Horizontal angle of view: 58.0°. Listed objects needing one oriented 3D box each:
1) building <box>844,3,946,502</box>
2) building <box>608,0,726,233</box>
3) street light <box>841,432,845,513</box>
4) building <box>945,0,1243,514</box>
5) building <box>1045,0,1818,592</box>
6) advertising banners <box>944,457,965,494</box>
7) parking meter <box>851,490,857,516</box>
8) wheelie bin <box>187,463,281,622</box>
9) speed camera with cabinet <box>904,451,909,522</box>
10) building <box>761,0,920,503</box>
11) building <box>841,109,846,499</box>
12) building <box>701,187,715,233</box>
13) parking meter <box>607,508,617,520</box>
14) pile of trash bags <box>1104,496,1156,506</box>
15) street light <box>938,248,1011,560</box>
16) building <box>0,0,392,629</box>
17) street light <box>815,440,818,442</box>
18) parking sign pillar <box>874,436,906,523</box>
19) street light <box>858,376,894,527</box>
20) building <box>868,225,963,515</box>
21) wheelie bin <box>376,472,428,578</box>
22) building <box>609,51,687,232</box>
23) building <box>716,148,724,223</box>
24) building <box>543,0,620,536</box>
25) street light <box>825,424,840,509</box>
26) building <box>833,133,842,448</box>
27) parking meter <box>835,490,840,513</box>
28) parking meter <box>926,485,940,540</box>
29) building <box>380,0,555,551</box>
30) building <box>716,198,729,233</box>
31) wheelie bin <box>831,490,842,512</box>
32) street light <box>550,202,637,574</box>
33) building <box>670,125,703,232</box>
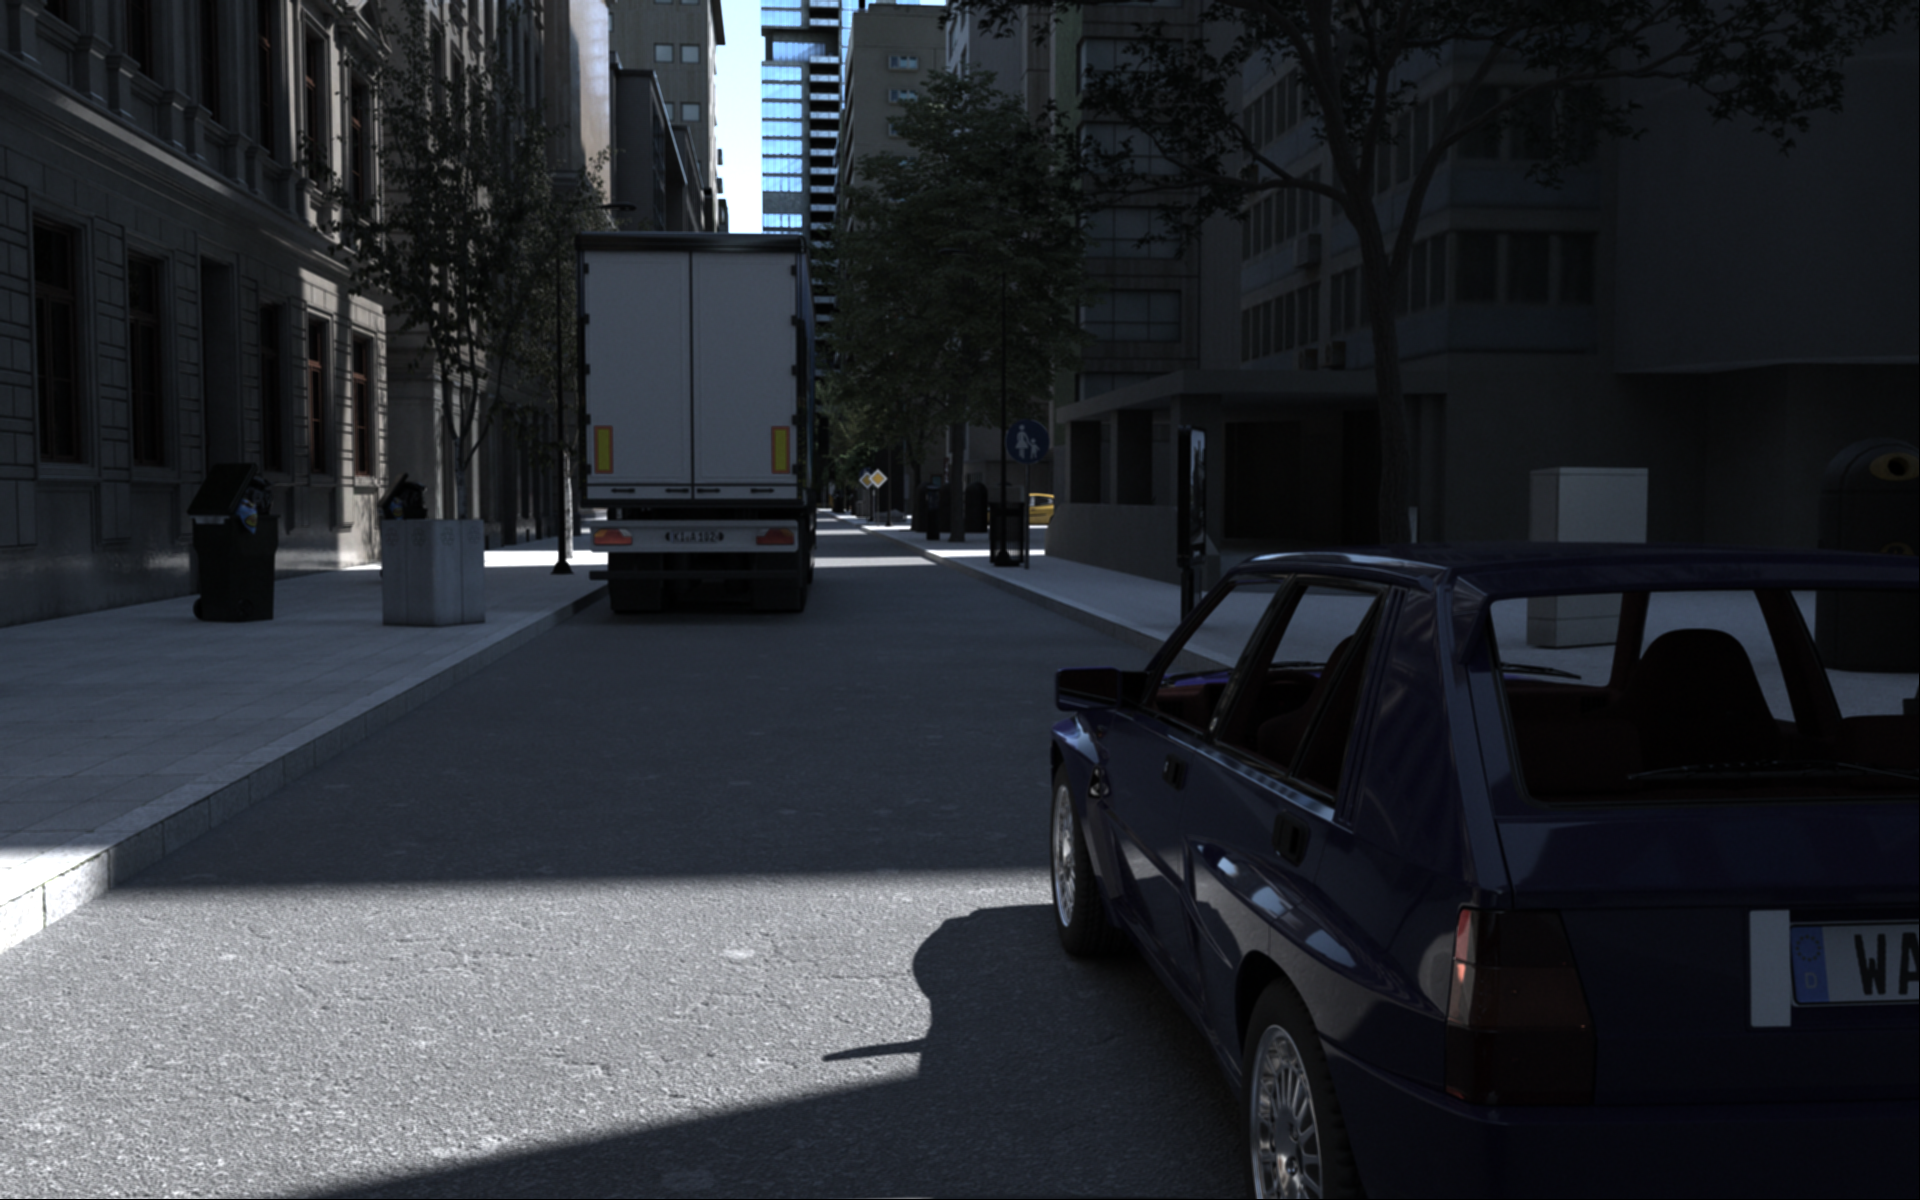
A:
[{"bbox_3d":[-0.214,-33.411,169.972,21.300,48.544,21.600,0,4,-6],"label":"building"},{"bbox_3d":[-38.358,-35.862,175.580,28.713,52.752,27.495,0,4,-6],"label":"building"},{"bbox_3d":[-4.628,-6.561,79.811,1.470,5.913,1.316,0,4,-6],"label":"street light"},{"bbox_3d":[6.828,-24.582,85.514,14.086,41.232,14.154,0,4,-6],"label":"building"},{"bbox_3d":[18.530,-20.682,30.025,32.217,40.220,23.993,0,4,-6],"label":"building"},{"bbox_3d":[-0.283,-5.246,81.954,0.090,3.025,2.074,-2,4,-27],"label":"advertising banners"},{"bbox_3d":[-6.296,-5.790,103.084,0.372,1.533,0.369,0,3,0],"label":"parking meter"},{"bbox_3d":[-7.370,-0.593,17.607,0.980,1.594,0.693,2,4,28],"label":"wheelie bin"},{"bbox_3d":[-3.029,-5.249,80.150,0.660,3.252,2.038,-2,4,-26],"label":"speed camera with cabinet"},{"bbox_3d":[-16.305,-57.051,245.447,31.000,86.520,22.319,0,4,-6],"label":"building"},{"bbox_3d":[-5.907,-30.843,187.881,14.154,41.232,14.086,0,4,-6],"label":"building"},{"bbox_3d":[-29.293,-23.498,155.897,14.160,30.474,14.107,0,4,-6],"label":"building"},{"bbox_3d":[-10.009,-2.546,50.033,0.372,1.533,0.369,0,3,0],"label":"parking meter"},{"bbox_3d":[4.919,-2.076,43.689,3.447,1.369,1.912,1,4,11],"label":"pile of trash bags"},{"bbox_3d":[0.290,-3.695,32.951,1.470,5.913,1.316,0,4,-6],"label":"street light"},{"bbox_3d":[-14.766,-11.357,21.843,11.583,22.565,21.152,0,4,-6],"label":"building"},{"bbox_3d":[-12.074,-10.855,150.014,1.470,5.913,1.316,0,4,-6],"label":"street light"},{"bbox_3d":[-3.173,-5.477,78.027,1.447,3.967,1.447,0,4,-1],"label":"parking sign pillar"},{"bbox_3d":[-3.335,-5.841,68.043,1.470,5.913,1.316,0,4,-6],"label":"street light"},{"bbox_3d":[8.041,-17.014,123.221,27.650,21.520,28.899,0,4,-6],"label":"building"},{"bbox_3d":[-8.105,-1.059,25.219,0.693,1.594,0.980,-2,4,-27],"label":"wheelie bin"},{"bbox_3d":[-22.223,-16.618,90.763,14.314,24.678,30.058,0,4,-6],"label":"building"},{"bbox_3d":[-43.895,-36.043,208.904,30.456,49.044,23.786,0,4,-6],"label":"building"},{"bbox_3d":[-21.883,-16.596,57.250,20.117,28.700,13.634,0,4,-6],"label":"building"},{"bbox_3d":[-8.327,-8.709,114.936,1.470,5.913,1.316,0,4,-6],"label":"street light"},{"bbox_3d":[-3.897,-36.122,210.206,23.786,49.044,30.456,0,4,-6],"label":"building"},{"bbox_3d":[-8.207,-6.577,115.947,0.372,1.533,0.369,0,3,0],"label":"parking meter"},{"bbox_3d":[-0.752,-2.446,48.398,0.372,1.533,0.369,0,3,0],"label":"parking meter"},{"bbox_3d":[-15.794,-11.773,41.644,9.793,20.994,18.267,0,4,-6],"label":"building"},{"bbox_3d":[-39.065,-34.084,240.859,14.086,41.232,14.154,0,4,-6],"label":"building"},{"bbox_3d":[-8.588,-6.969,121.858,0.980,1.594,0.693,1,4,12],"label":"wheelie bin"},{"bbox_3d":[-5.849,-3.373,27.688,1.470,5.913,1.316,0,4,-6],"label":"street light"},{"bbox_3d":[-25.065,-19.831,117.741,14.314,27.812,24.014,0,4,-6],"label":"building"}]
